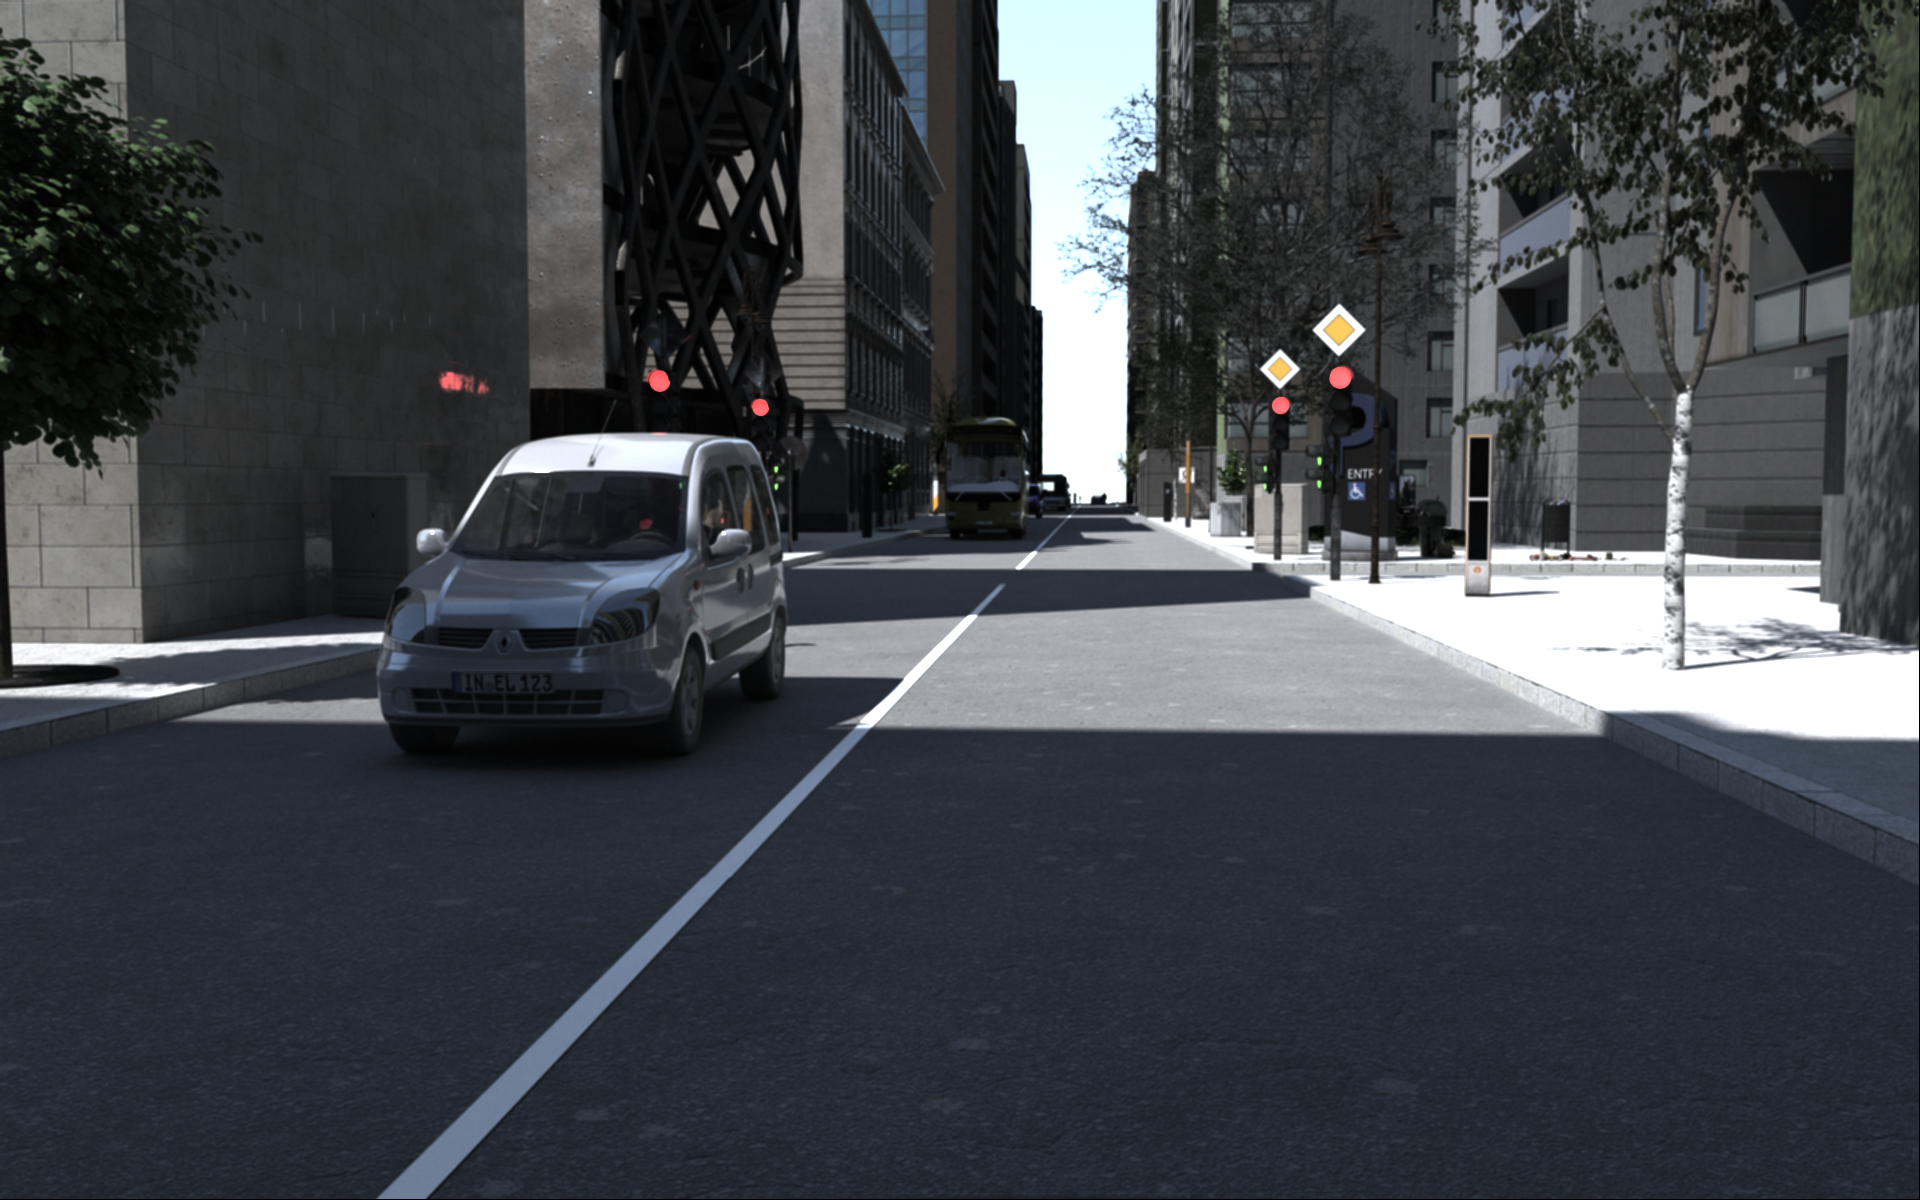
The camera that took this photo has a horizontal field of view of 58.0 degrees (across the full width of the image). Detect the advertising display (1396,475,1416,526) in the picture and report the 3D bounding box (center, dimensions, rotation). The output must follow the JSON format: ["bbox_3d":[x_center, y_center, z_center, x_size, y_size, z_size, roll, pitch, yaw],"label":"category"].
[{"bbox_3d":[14.772,-3.194,57.434,0.974,1.923,0.123,-3,5,-42],"label":"advertising display"}]

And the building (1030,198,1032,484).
[{"bbox_3d":[3.056,-36.499,246.865,14.600,45.320,14.200,0,4,4],"label":"building"}]

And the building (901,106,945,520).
[{"bbox_3d":[-7.381,-15.312,86.506,11.583,22.565,21.152,0,4,4],"label":"building"}]

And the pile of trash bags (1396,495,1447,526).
[{"bbox_3d":[16.739,-3.169,61.561,1.912,1.369,3.447,-3,5,-40],"label":"pile of trash bags"}]

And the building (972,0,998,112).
[{"bbox_3d":[-8.282,-31.235,134.400,21.300,48.544,21.600,0,4,4],"label":"building"}]

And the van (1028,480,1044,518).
[{"bbox_3d":[3.970,-6.113,104.335,2.240,2.365,5.245,0,4,5],"label":"van"}]

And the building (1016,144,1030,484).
[{"bbox_3d":[-1.778,-37.018,228.937,21.300,48.544,21.600,0,4,4],"label":"building"}]

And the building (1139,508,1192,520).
[{"bbox_3d":[20.672,-40.241,96.185,20.563,71.187,20.611,0,4,4],"label":"building"}]

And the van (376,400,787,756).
[{"bbox_3d":[-2.185,-0.234,10.838,2.013,2.044,4.112,0,4,4],"label":"van"}]

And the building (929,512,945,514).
[{"bbox_3d":[-6.553,-28.522,116.450,14.600,45.320,14.200,0,4,4],"label":"building"}]

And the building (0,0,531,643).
[{"bbox_3d":[-14.995,-10.110,20.047,16.860,20.320,10.420,0,4,4],"label":"building"}]

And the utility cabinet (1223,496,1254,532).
[{"bbox_3d":[9.550,-2.945,59.319,1.020,1.237,0.306,2,4,26],"label":"utility cabinet"}]

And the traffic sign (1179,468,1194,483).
[{"bbox_3d":[8.772,-3.970,67.035,0.606,2.300,0.079,1,4,8],"label":"traffic sign"}]

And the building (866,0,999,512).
[{"bbox_3d":[-3.858,-30.728,152.520,14.600,45.320,14.200,0,4,4],"label":"building"}]

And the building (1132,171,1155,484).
[{"bbox_3d":[34.184,-35.179,229.802,22.147,44.769,28.867,0,4,4],"label":"building"}]

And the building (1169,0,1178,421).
[{"bbox_3d":[29.363,-32.803,125.569,28.713,52.752,27.495,0,4,4],"label":"building"}]

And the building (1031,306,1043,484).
[{"bbox_3d":[5.341,-29.974,261.773,14.160,30.474,14.107,0,4,4],"label":"building"}]

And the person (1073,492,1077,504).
[{"bbox_3d":[17.358,-15.425,261.366,0.621,1.740,0.551,3,4,38],"label":"person"}]

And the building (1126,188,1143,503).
[{"bbox_3d":[35.507,-38.626,255.232,21.300,48.544,21.600,0,4,4],"label":"building"}]

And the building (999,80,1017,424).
[{"bbox_3d":[-1.875,-29.545,166.652,14.154,41.232,14.086,0,4,4],"label":"building"}]

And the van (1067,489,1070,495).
[{"bbox_3d":[12.231,-12.473,208.321,2.240,2.365,5.245,0,4,6],"label":"van"}]

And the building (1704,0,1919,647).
[{"bbox_3d":[15.296,-20.330,15.987,14.154,41.232,14.086,0,4,4],"label":"building"}]

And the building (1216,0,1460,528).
[{"bbox_3d":[17.775,-23.752,71.945,14.154,41.232,14.086,0,4,4],"label":"building"}]

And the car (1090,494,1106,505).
[{"bbox_3d":[17.532,-12.732,220.168,2.014,1.417,4.499,0,4,6],"label":"car"}]

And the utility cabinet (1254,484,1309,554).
[{"bbox_3d":[6.858,-1.732,37.004,1.173,1.500,0.318,3,5,42],"label":"utility cabinet"}]

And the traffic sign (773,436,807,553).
[{"bbox_3d":[-3.721,-2.313,37.930,0.768,2.556,0.104,1,4,10],"label":"traffic sign"}]

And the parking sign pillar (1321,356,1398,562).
[{"bbox_3d":[7.720,-2.745,33.357,1.447,3.967,1.447,2,4,35],"label":"parking sign pillar"}]

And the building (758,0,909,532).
[{"bbox_3d":[-7.761,-13.304,66.677,9.793,20.994,18.267,0,4,4],"label":"building"}]

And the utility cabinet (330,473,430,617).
[{"bbox_3d":[-6.032,-0.569,17.983,1.173,1.500,0.318,2,4,32],"label":"utility cabinet"}]

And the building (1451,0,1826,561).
[{"bbox_3d":[28.034,-30.476,40.288,28.212,58.520,21.231,0,4,4],"label":"building"}]

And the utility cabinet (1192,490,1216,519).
[{"bbox_3d":[12.255,-4.790,86.998,1.173,1.500,0.318,0,4,-3],"label":"utility cabinet"}]

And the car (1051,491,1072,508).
[{"bbox_3d":[10.605,-10.586,181.759,2.281,1.827,5.304,0,4,5],"label":"car"}]

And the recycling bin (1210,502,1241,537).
[{"bbox_3d":[7.971,-2.413,52.009,0.722,1.027,0.722,-1,4,-17],"label":"recycling bin"}]

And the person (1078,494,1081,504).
[{"bbox_3d":[17.123,-14.401,247.214,0.557,1.426,1.065,-1,4,-17],"label":"person"}]

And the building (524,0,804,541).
[{"bbox_3d":[-12.676,-10.796,43.960,16.820,18.784,16.811,0,4,4],"label":"building"}]
